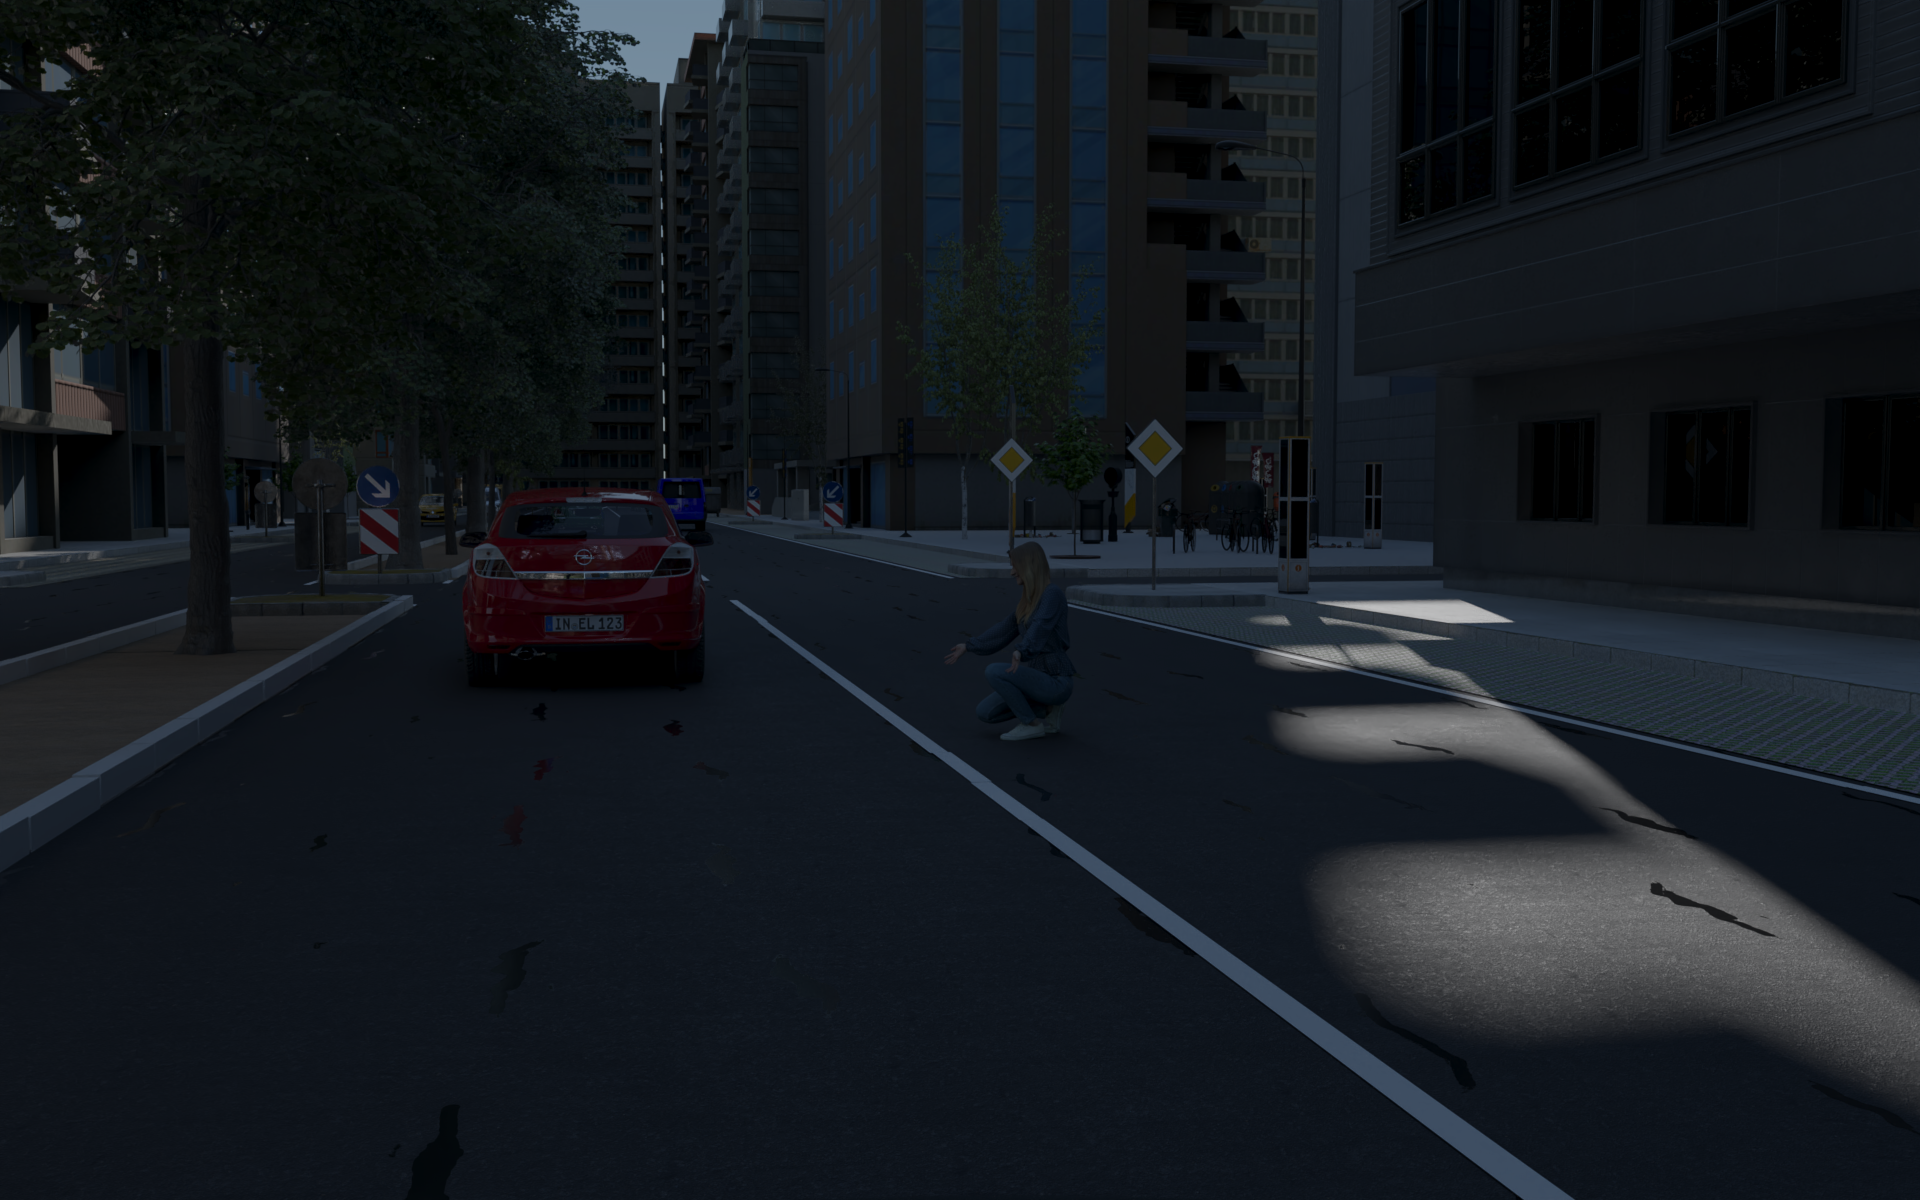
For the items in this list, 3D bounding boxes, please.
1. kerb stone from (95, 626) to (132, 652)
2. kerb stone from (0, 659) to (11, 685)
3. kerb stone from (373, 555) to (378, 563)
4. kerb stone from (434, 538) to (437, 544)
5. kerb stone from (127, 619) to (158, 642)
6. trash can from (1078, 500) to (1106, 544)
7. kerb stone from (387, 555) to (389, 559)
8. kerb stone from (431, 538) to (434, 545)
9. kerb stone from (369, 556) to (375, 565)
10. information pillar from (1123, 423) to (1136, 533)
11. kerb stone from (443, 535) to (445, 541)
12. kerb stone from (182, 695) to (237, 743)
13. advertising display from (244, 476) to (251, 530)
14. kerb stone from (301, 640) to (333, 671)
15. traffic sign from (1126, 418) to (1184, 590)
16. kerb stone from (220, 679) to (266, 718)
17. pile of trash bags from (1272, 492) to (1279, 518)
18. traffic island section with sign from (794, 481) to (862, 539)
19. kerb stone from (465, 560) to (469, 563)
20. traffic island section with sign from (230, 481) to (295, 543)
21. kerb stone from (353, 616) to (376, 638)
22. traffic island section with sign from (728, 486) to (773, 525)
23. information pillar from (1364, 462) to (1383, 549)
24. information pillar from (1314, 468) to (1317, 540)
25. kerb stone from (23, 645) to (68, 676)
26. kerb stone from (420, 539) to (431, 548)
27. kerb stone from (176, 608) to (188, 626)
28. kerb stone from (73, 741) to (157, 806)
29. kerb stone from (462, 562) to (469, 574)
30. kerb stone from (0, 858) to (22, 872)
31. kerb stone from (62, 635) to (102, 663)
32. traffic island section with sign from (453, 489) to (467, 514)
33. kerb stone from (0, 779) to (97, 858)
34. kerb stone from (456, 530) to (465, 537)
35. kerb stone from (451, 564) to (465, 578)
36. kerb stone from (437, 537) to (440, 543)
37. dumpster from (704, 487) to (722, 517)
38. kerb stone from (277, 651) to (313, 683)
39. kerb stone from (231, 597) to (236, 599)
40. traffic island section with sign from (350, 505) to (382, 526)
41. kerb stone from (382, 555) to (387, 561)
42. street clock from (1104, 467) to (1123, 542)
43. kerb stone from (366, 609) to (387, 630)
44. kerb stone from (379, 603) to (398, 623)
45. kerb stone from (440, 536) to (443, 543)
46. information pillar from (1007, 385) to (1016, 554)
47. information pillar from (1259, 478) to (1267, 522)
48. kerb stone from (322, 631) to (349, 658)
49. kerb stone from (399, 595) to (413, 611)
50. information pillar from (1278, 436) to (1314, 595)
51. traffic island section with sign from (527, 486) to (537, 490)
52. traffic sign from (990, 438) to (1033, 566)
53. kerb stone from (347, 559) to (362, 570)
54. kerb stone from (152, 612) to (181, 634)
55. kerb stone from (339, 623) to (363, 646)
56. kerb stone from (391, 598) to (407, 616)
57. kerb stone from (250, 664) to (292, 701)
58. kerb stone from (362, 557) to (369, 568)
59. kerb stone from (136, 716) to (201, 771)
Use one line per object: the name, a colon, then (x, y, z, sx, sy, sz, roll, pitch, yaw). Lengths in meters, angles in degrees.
kerb stone: (-7.874, 0.379, 16.006, 0.120, 0.150, 1.000, -1, 4, -12)
kerb stone: (-7.232, 0.562, 13.000, 0.120, 0.150, 1.000, -1, 4, -12)
kerb stone: (-12.060, -0.818, 35.565, 0.120, 0.150, 1.000, -1, 4, -12)
kerb stone: (-14.851, -1.613, 48.602, 0.120, 0.150, 1.000, -1, 4, -12)
kerb stone: (-8.090, 0.319, 17.005, 0.120, 0.150, 1.000, -1, 4, -12)
trash can: (3.392, -2.014, 44.582, 0.748, 1.137, 0.748, 0, 3, 0)
kerb stone: (-12.493, -0.940, 37.564, 0.120, 0.150, 1.000, -1, 4, -12)
kerb stone: (-14.635, -1.554, 47.598, 0.120, 0.150, 1.000, -1, 4, -12)
kerb stone: (-11.847, -0.748, 34.554, 0.120, 0.150, 1.000, -1, 4, -12)
information pillar: (5.564, -3.996, 56.690, 0.183, 3.616, 0.504, -2, 4, -32)
kerb stone: (-15.487, -1.799, 51.602, 0.120, 0.150, 1.000, -1, 4, -12)
kerb stone: (-4.526, 0.721, 10.408, 0.120, 0.150, 1.000, -1, 4, -12)
advertising display: (-25.589, -3.486, 62.206, 0.123, 1.923, 0.974, -1, 4, -19)
kerb stone: (-5.385, 0.475, 14.426, 0.120, 0.150, 1.000, -1, 4, -12)
traffic sign: (2.586, -1.189, 23.084, 0.795, 2.450, 0.064, -1, 4, -12)
kerb stone: (-4.747, 0.663, 11.411, 0.120, 0.150, 1.000, -1, 4, -12)
pile of trash bags: (13.951, -4.508, 83.457, 3.447, 1.369, 1.912, 0, 4, -1)
traffic island section with sign: (-4.263, -2.853, 55.267, 1.989, 1.847, 2.006, -1, 4, -12)
kerb stone: (-9.146, -0.596, 31.995, 0.120, 0.150, 1.000, -1, 4, -12)
traffic island section with sign: (-20.674, -2.624, 51.530, 1.989, 1.847, 2.006, -1, 4, -12)
kerb stone: (-6.033, 0.294, 17.432, 0.120, 0.150, 1.000, -1, 4, -12)
traffic island section with sign: (-9.920, -4.465, 81.624, 1.989, 1.847, 2.006, -1, 4, -12)
information pillar: (9.644, -2.197, 40.415, 0.304, 2.012, 0.304, -2, 4, -32)
information pillar: (9.689, -2.665, 48.064, 0.304, 2.012, 0.304, 2, 4, 35)
kerb stone: (-7.446, 0.504, 14.006, 0.120, 0.150, 1.000, -1, 4, -12)
kerb stone: (-14.417, -1.492, 46.585, 0.120, 0.150, 1.000, -1, 4, -12)
kerb stone: (-8.523, 0.197, 19.010, 0.120, 0.150, 1.000, -1, 4, -12)
kerb stone: (-4.095, 0.844, 8.403, 0.120, 0.150, 1.000, -1, 4, -12)
kerb stone: (-8.928, -0.538, 30.990, 0.120, 0.150, 1.000, -1, 4, -12)
kerb stone: (-3.661, 0.966, 6.395, 0.120, 0.150, 1.000, -1, 4, -12)
kerb stone: (-7.660, 0.443, 15.007, 0.120, 0.150, 1.000, -1, 4, -12)
traffic island section with sign: (-36.992, -7.283, 127.709, 1.989, 1.847, 2.006, -1, 4, -12)
kerb stone: (-3.874, 0.912, 7.395, 0.120, 0.150, 1.000, -1, 4, -12)
kerb stone: (-17.208, -2.289, 59.622, 0.120, 0.150, 1.000, -1, 4, -12)
kerb stone: (-8.721, -0.476, 29.986, 0.120, 0.150, 1.000, -1, 4, -12)
kerb stone: (-15.069, -1.671, 49.601, 0.120, 0.150, 1.000, -1, 4, -12)
dumpster: (-15.695, -6.044, 107.037, 1.865, 1.857, 1.264, -1, 4, -13)
kerb stone: (-5.172, 0.538, 13.416, 0.120, 0.150, 1.000, -1, 4, -12)
kerb stone: (-8.942, 0.072, 21.016, 0.120, 0.150, 1.000, -1, 4, -12)
traffic island section with sign: (-26.364, -4.251, 78.139, 1.989, 1.847, 2.006, -1, 4, -12)
kerb stone: (-12.276, -0.879, 36.565, 0.120, 0.150, 1.000, -1, 4, -12)
street clock: (4.107, -2.565, 46.500, 0.471, 2.002, 0.358, 3, 5, 44)
kerb stone: (-6.249, 0.230, 18.438, 0.120, 0.150, 1.000, -1, 4, -12)
kerb stone: (-6.458, 0.173, 19.439, 0.120, 0.150, 1.000, -1, 4, -12)
kerb stone: (-15.283, -1.736, 50.601, 0.120, 0.150, 1.000, -1, 4, -12)
information pillar: (1.122, -2.800, 37.139, 0.183, 3.616, 0.504, 0, 4, -5)
information pillar: (13.895, -4.587, 79.496, 0.304, 2.012, 0.304, -1, 4, -21)
kerb stone: (-5.599, 0.414, 15.429, 0.120, 0.150, 1.000, -1, 4, -12)
kerb stone: (-6.885, 0.046, 21.445, 0.120, 0.150, 1.000, -1, 4, -12)
information pillar: (4.284, -1.084, 22.214, 0.304, 2.012, 0.304, -1, 4, -15)
traffic island section with sign: (-25.193, -5.734, 101.891, 2.006, 1.907, 1.989, -1, 4, -12)
traffic sign: (0.914, -1.667, 30.892, 0.795, 2.450, 0.064, -1, 4, -12)
kerb stone: (-11.417, -0.633, 32.550, 0.120, 0.150, 1.000, -1, 4, -12)
kerb stone: (-8.301, 0.256, 18.005, 0.120, 0.150, 1.000, -1, 4, -12)
kerb stone: (-5.818, 0.356, 16.433, 0.120, 0.150, 1.000, -1, 4, -12)
kerb stone: (-6.675, 0.116, 20.442, 0.120, 0.150, 1.000, -1, 4, -12)
kerb stone: (-4.956, 0.598, 12.417, 0.120, 0.150, 1.000, -1, 4, -12)
kerb stone: (-11.629, -0.695, 33.555, 0.120, 0.150, 1.000, -1, 4, -12)
kerb stone: (-4.312, 0.783, 9.402, 0.120, 0.150, 1.000, -1, 4, -12)
